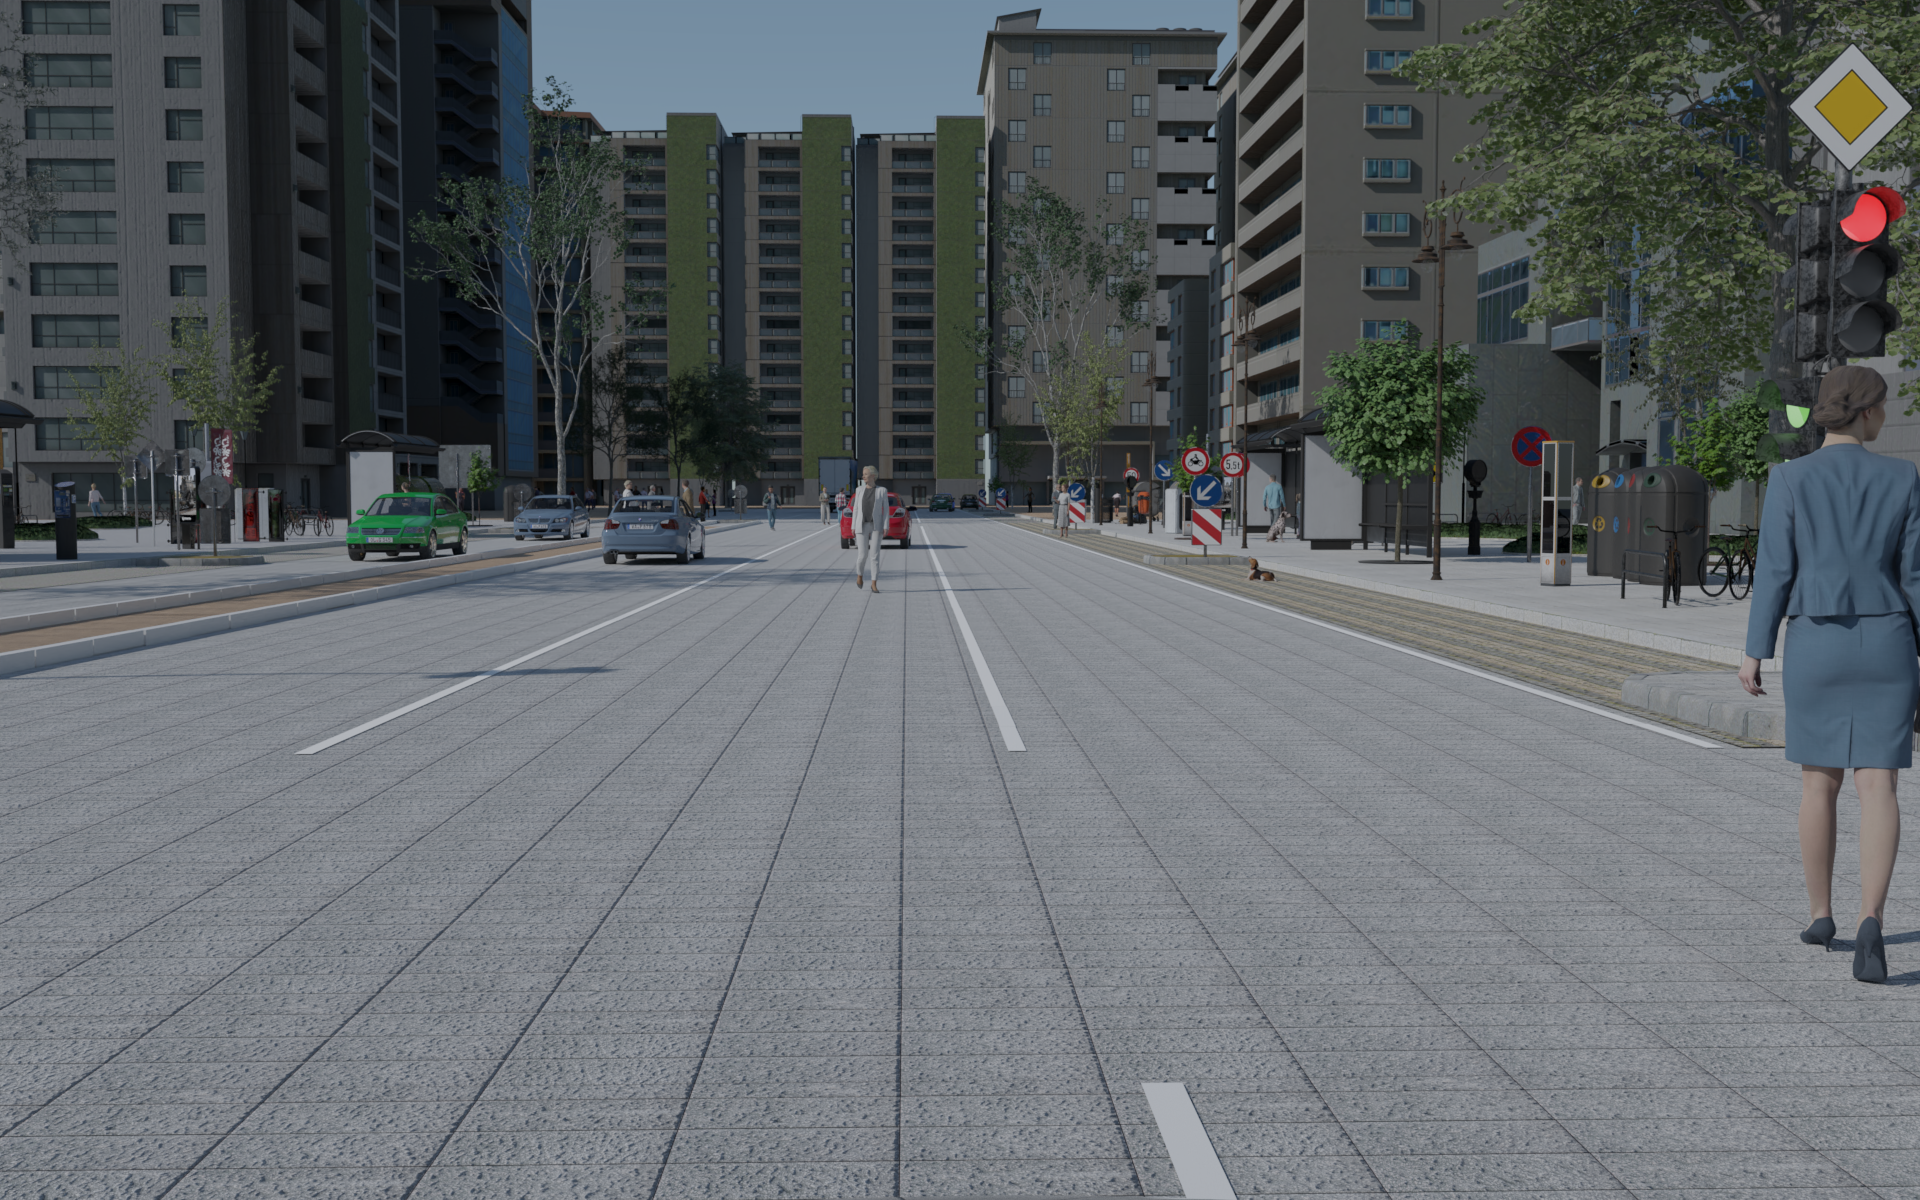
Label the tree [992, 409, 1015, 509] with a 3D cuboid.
[{"bbox_3d":[4.613,-12.222,150.192,4.737,8.622,4.395,0,3,0],"label":"tree"}]

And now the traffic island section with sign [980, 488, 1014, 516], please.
[{"bbox_3d":[2.507,-6.370,112.785,1.989,1.847,2.006,0,4,-2],"label":"traffic island section with sign"}]

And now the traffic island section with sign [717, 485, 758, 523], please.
[{"bbox_3d":[-10.882,-4.727,85.415,2.006,1.907,1.989,0,4,-2],"label":"traffic island section with sign"}]

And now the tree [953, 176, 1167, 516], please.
[{"bbox_3d":[5.965,-15.043,101.834,12.611,20.169,13.585,0,3,0],"label":"tree"}]

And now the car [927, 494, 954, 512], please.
[{"bbox_3d":[-1.552,-7.853,140.193,2.131,1.459,4.920,0,4,-2],"label":"car"}]

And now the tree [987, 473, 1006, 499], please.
[{"bbox_3d":[3.149,-9.880,156.131,1.663,3.219,1.824,0,3,0],"label":"tree"}]

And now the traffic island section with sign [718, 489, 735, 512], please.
[{"bbox_3d":[-18.448,-8.037,140.038,1.989,1.847,2.006,0,4,-2],"label":"traffic island section with sign"}]

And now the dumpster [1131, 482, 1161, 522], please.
[{"bbox_3d":[8.696,-4.597,80.925,1.264,1.857,1.865,0,4,-2],"label":"dumpster"}]

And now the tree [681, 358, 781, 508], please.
[{"bbox_3d":[-21.593,-15.598,161.683,9.857,13.997,8.962,0,3,0],"label":"tree"}]

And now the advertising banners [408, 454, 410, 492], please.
[{"bbox_3d":[-19.793,-4.035,62.163,0.090,3.025,2.074,-1,4,-15],"label":"advertising banners"}]

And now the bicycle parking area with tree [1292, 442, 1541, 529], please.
[{"bbox_3d":[16.193,-4.600,62.215,9.016,4.147,8.231,-1,4,-19],"label":"bicycle parking area with tree"}]

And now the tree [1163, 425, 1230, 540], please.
[{"bbox_3d":[6.553,-3.302,48.585,1.663,3.219,1.824,0,3,0],"label":"tree"}]

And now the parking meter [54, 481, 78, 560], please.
[{"bbox_3d":[-17.497,-1.558,33.888,0.372,1.533,0.369,0,3,0],"label":"parking meter"}]

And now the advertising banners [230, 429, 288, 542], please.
[{"bbox_3d":[-19.036,-3.077,46.503,2.074,3.025,0.090,1,4,11],"label":"advertising banners"}]

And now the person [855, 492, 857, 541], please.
[{"bbox_3d":[-3.156,-2.563,52.999,0.523,1.515,0.503,-2,4,-35],"label":"person"}]

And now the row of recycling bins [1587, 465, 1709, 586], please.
[{"bbox_3d":[10.232,-1.143,25.795,1.069,1.692,3.534,0,4,5],"label":"row of recycling bins"}]

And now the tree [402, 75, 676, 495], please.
[{"bbox_3d":[-19.669,-13.780,81.188,12.611,20.169,13.585,0,3,0],"label":"tree"}]

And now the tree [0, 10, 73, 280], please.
[{"bbox_3d":[-17.902,-6.927,23.631,12.009,13.543,11.850,0,3,0],"label":"tree"}]

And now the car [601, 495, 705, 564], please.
[{"bbox_3d":[-6.463,-1.511,36.713,2.014,1.417,4.499,0,4,-2],"label":"car"}]

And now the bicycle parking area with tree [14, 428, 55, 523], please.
[{"bbox_3d":[-41.213,-4.833,66.028,9.016,4.147,8.231,1,4,15],"label":"bicycle parking area with tree"}]

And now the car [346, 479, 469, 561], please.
[{"bbox_3d":[-12.243,-1.818,38.522,1.959,1.807,4.718,0,4,-3],"label":"car"}]

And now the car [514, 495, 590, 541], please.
[{"bbox_3d":[-12.874,-2.622,54.871,2.014,1.417,4.499,0,4,-2],"label":"car"}]

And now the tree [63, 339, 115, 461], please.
[{"bbox_3d":[-39.399,-7.992,81.035,4.737,8.622,4.395,0,3,0],"label":"tree"}]

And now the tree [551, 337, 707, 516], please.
[{"bbox_3d":[-20.305,-10.239,101.817,7.601,10.594,8.767,-2,4,-30],"label":"tree"}]

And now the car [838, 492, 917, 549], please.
[{"bbox_3d":[-2.233,-2.301,46.655,2.155,1.783,4.494,0,4,0],"label":"car"}]

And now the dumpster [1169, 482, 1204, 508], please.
[{"bbox_3d":[8.389,-3.522,63.351,1.264,1.857,1.865,0,4,-2],"label":"dumpster"}]

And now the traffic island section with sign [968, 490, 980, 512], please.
[{"bbox_3d":[1.677,-8.042,140.120,1.989,1.847,2.006,0,4,-2],"label":"traffic island section with sign"}]

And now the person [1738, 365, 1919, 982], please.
[{"bbox_3d":[2.674,0.200,5.256,0.581,1.822,0.654,2,4,30],"label":"person"}]

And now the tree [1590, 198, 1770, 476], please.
[{"bbox_3d":[17.866,-5.633,42.469,4.360,8.622,3.978,0,3,0],"label":"tree"}]

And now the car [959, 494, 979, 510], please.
[{"bbox_3d":[0.870,-9.167,159.673,2.009,1.686,4.222,0,4,0],"label":"car"}]

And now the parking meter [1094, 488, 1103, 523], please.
[{"bbox_3d":[6.121,-4.165,76.502,0.372,1.533,0.369,0,3,0],"label":"parking meter"}]

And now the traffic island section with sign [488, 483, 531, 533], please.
[{"bbox_3d":[-16.144,-3.366,63.669,1.989,1.847,2.006,0,4,-2],"label":"traffic island section with sign"}]

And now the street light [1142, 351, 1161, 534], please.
[{"bbox_3d":[6.174,-5.087,55.958,0.468,5.910,1.993,0,4,-2],"label":"street light"}]

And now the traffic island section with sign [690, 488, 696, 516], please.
[{"bbox_3d":[-17.616,-6.352,112.489,1.989,1.847,2.006,0,4,-2],"label":"traffic island section with sign"}]

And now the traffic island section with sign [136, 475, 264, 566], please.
[{"bbox_3d":[-15.279,-1.617,35.069,1.989,1.847,2.006,0,4,-2],"label":"traffic island section with sign"}]

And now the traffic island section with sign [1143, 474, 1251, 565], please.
[{"bbox_3d":[4.832,-1.654,35.664,1.989,1.847,2.006,0,4,-2],"label":"traffic island section with sign"}]

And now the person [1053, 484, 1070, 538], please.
[{"bbox_3d":[3.328,-2.895,56.396,0.480,1.755,0.524,2,4,34],"label":"person"}]

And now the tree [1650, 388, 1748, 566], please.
[{"bbox_3d":[13.642,-2.245,31.308,1.663,3.219,1.824,0,3,0],"label":"tree"}]

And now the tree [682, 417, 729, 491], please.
[{"bbox_3d":[-22.059,-12.111,148.372,4.737,8.622,4.395,0,3,0],"label":"tree"}]

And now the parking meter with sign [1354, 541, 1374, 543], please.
[{"bbox_3d":[10.420,-2.993,45.204,1.738,3.016,0.543,0,4,-5],"label":"parking meter with sign"}]

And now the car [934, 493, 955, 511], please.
[{"bbox_3d":[-1.333,-8.306,145.388,1.945,1.707,3.694,0,4,-3],"label":"car"}]

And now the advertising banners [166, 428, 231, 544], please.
[{"bbox_3d":[-19.876,-2.994,45.139,0.090,3.025,2.074,1,4,20],"label":"advertising banners"}]

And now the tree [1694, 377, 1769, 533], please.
[{"bbox_3d":[22.074,-3.915,47.731,4.285,4.588,4.351,0,3,0],"label":"tree"}]

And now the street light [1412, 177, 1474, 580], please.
[{"bbox_3d":[7.110,-3.234,25.660,0.468,5.910,1.993,0,4,-2],"label":"street light"}]

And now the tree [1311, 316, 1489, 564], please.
[{"bbox_3d":[8.088,-2.959,32.089,4.285,4.588,4.351,0,3,0],"label":"tree"}]

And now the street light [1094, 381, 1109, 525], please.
[{"bbox_3d":[5.783,-5.999,70.872,0.468,5.910,1.993,0,4,-2],"label":"street light"}]

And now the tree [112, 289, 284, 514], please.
[{"bbox_3d":[-27.238,-6.901,63.199,4.737,8.622,4.395,0,3,0],"label":"tree"}]

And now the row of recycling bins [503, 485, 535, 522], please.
[{"bbox_3d":[-20.716,-4.556,81.599,1.069,1.692,3.534,0,4,-2],"label":"row of recycling bins"}]

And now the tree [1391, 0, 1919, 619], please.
[{"bbox_3d":[8.358,-6.112,18.056,7.486,12.596,7.792,0,3,0],"label":"tree"}]

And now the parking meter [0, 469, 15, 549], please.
[{"bbox_3d":[-22.404,-2.137,40.650,0.399,1.863,0.255,3,5,42],"label":"parking meter"}]

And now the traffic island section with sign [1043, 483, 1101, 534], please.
[{"bbox_3d":[4.023,-3.301,62.607,1.989,1.847,2.006,0,4,-2],"label":"traffic island section with sign"}]

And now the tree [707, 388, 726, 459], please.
[{"bbox_3d":[-20.209,-11.703,125.755,8.767,10.594,7.601,3,5,42],"label":"tree"}]

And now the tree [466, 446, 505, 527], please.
[{"bbox_3d":[-19.138,-4.534,68.737,1.663,3.219,1.824,0,3,0],"label":"tree"}]

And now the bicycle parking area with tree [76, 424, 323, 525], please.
[{"bbox_3d":[-31.790,-5.333,74.197,9.016,4.147,8.231,1,4,13],"label":"bicycle parking area with tree"}]

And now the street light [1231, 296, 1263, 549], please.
[{"bbox_3d":[6.696,-4.146,40.574,0.468,5.910,1.993,0,4,-2],"label":"street light"}]

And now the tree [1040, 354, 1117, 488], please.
[{"bbox_3d":[5.909,-8.597,90.922,4.360,8.622,3.978,0,3,0],"label":"tree"}]

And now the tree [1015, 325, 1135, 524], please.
[{"bbox_3d":[5.621,-7.651,75.448,4.737,8.622,4.395,0,3,0],"label":"tree"}]
